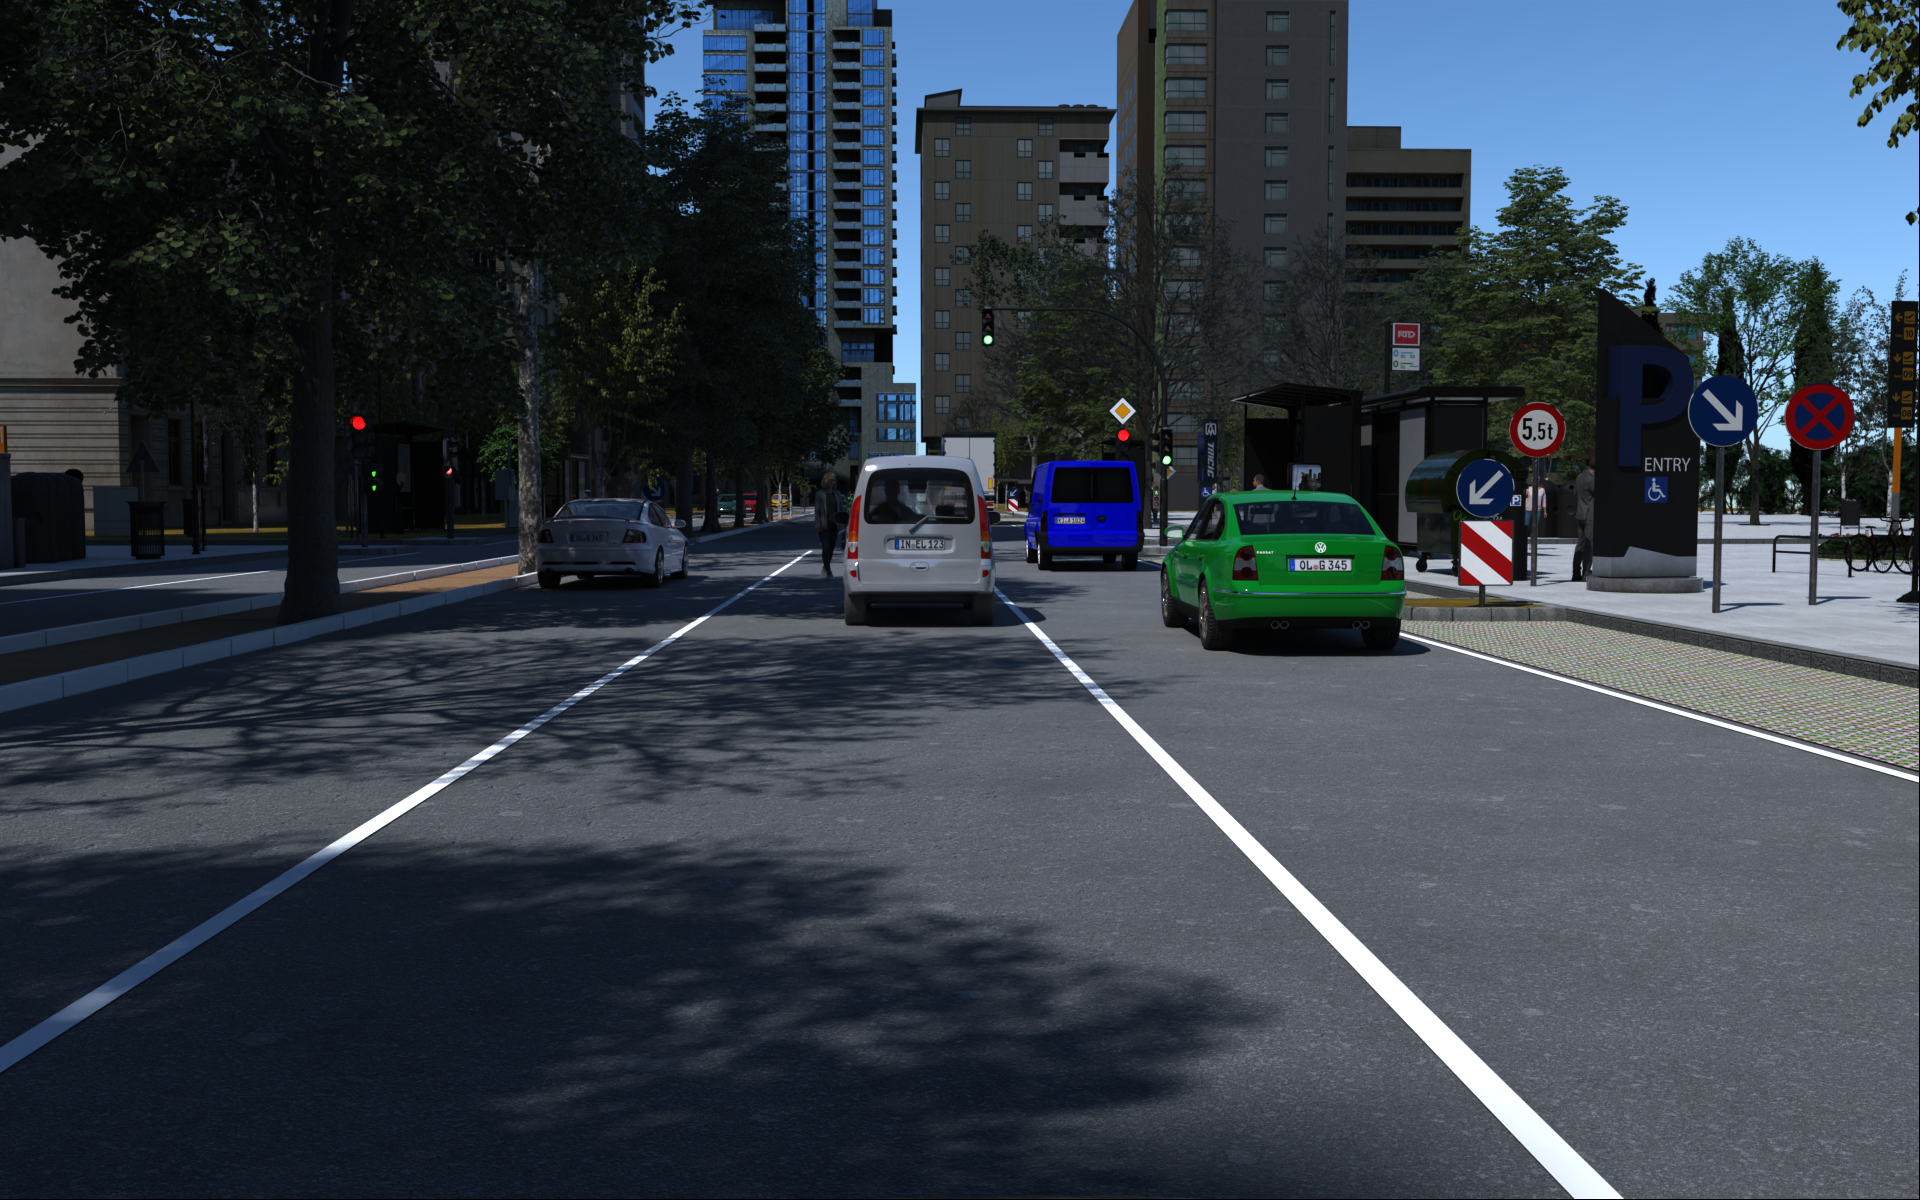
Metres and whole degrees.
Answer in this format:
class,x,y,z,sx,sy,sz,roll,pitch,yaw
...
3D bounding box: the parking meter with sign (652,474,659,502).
class,x,y,z,sx,sy,sz,roll,pitch,yaw
parking meter with sign,-21.515,-7.749,122.960,0.543,3.016,1.738,-2,4,-25

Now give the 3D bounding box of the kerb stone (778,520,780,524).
class,x,y,z,sx,sy,sz,roll,pitch,yaw
kerb stone,-8.737,-3.653,81.916,0.120,0.150,1.000,0,4,-2

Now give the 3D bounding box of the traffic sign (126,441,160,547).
class,x,y,z,sx,sy,sz,roll,pitch,yaw
traffic sign,-19.910,-2.582,42.211,0.884,2.594,0.081,0,4,7

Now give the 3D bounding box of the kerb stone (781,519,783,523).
class,x,y,z,sx,sy,sz,roll,pitch,yaw
kerb stone,-8.802,-3.776,83.960,0.120,0.150,1.000,0,4,-2

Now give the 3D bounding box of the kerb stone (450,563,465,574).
class,x,y,z,sx,sy,sz,roll,pitch,yaw
kerb stone,-9.115,-0.541,31.047,0.120,0.150,1.000,0,4,-2

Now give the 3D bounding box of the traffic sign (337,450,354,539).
class,x,y,z,sx,sy,sz,roll,pitch,yaw
traffic sign,-17.487,-3.036,49.739,0.768,2.556,0.104,0,4,-1

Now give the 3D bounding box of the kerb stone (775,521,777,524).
class,x,y,z,sx,sy,sz,roll,pitch,yaw
kerb stone,-8.661,-3.527,79.869,0.120,0.150,1.000,0,4,-2

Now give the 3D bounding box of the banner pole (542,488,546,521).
class,x,y,z,sx,sy,sz,roll,pitch,yaw
banner pole,-20.124,-5.715,83.459,0.401,3.779,0.863,-3,4,-37

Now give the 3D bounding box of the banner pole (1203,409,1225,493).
class,x,y,z,sx,sy,sz,roll,pitch,yaw
banner pole,7.503,-3.725,50.916,0.863,3.779,0.401,-2,4,-24

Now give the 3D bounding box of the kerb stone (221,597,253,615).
class,x,y,z,sx,sy,sz,roll,pitch,yaw
kerb stone,-8.767,0.086,20.795,0.120,0.150,1.000,0,4,-2

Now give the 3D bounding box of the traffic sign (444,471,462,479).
class,x,y,z,sx,sy,sz,roll,pitch,yaw
traffic sign,-18.423,-3.823,62.507,0.884,2.594,0.081,0,4,2

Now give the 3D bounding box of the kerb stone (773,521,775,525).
class,x,y,z,sx,sy,sz,roll,pitch,yaw
kerb stone,-8.634,-3.455,78.848,0.120,0.150,1.000,0,4,-2

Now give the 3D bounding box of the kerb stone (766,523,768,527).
class,x,y,z,sx,sy,sz,roll,pitch,yaw
kerb stone,-8.485,-3.215,74.756,0.120,0.150,1.000,0,4,-2

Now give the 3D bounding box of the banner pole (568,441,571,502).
class,x,y,z,sx,sy,sz,roll,pitch,yaw
banner pole,-18.532,-5.645,82.320,0.401,3.779,0.863,-1,4,-11

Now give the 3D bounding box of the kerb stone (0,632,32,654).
class,x,y,z,sx,sy,sz,roll,pitch,yaw
kerb stone,-8.588,0.405,15.677,0.120,0.150,1.000,0,4,-2

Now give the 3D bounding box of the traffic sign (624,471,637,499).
class,x,y,z,sx,sy,sz,roll,pitch,yaw
traffic sign,-18.255,-5.865,95.990,0.768,2.556,0.104,0,4,2

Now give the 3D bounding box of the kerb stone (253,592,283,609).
class,x,y,z,sx,sy,sz,roll,pitch,yaw
kerb stone,-8.798,0.026,21.818,0.120,0.150,1.000,0,4,-2

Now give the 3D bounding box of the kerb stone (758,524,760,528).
class,x,y,z,sx,sy,sz,roll,pitch,yaw
kerb stone,-8.352,-2.964,70.654,0.120,0.150,1.000,0,4,-2

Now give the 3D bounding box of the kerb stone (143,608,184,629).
class,x,y,z,sx,sy,sz,roll,pitch,yaw
kerb stone,-8.698,0.212,18.743,0.120,0.150,1.000,0,4,-2

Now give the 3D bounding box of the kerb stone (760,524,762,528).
class,x,y,z,sx,sy,sz,roll,pitch,yaw
kerb stone,-8.393,-3.026,71.679,0.120,0.150,1.000,0,4,-2

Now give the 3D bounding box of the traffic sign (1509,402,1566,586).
class,x,y,z,sx,sy,sz,roll,pitch,yaw
traffic sign,7.981,-1.463,24.024,0.768,2.556,0.104,0,4,4

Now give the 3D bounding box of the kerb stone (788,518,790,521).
class,x,y,z,sx,sy,sz,roll,pitch,yaw
kerb stone,-8.977,-4.090,89.068,0.120,0.150,1.000,0,4,-2

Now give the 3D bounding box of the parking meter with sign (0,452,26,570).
class,x,y,z,sx,sy,sz,roll,pitch,yaw
parking meter with sign,-16.389,-2.024,29.357,0.543,3.016,1.738,-1,4,-10

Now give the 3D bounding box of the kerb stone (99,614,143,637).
class,x,y,z,sx,sy,sz,roll,pitch,yaw
kerb stone,-8.668,0.274,17.722,0.120,0.150,1.000,0,4,-2

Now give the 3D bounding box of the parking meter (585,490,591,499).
class,x,y,z,sx,sy,sz,roll,pitch,yaw
parking meter,-20.955,-5.450,97.522,0.372,1.533,0.369,0,3,0

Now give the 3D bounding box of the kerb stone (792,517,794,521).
class,x,y,z,sx,sy,sz,roll,pitch,yaw
kerb stone,-9.082,-4.278,92.138,0.120,0.150,1.000,0,4,-2

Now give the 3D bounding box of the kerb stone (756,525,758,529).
class,x,y,z,sx,sy,sz,roll,pitch,yaw
kerb stone,-8.321,-2.900,69.615,0.120,0.150,1.000,0,4,-2

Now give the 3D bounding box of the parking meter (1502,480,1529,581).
class,x,y,z,sx,sy,sz,roll,pitch,yaw
parking meter,8.234,-1.057,25.700,0.372,1.533,0.369,0,3,0

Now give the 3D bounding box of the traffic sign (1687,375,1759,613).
class,x,y,z,sx,sy,sz,roll,pitch,yaw
traffic sign,8.169,-1.133,18.635,0.768,2.556,0.104,0,4,-1

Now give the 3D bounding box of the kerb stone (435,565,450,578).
class,x,y,z,sx,sy,sz,roll,pitch,yaw
kerb stone,-9.075,-0.476,30.024,0.120,0.150,1.000,0,4,-2

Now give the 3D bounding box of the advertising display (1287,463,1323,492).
class,x,y,z,sx,sy,sz,roll,pitch,yaw
advertising display,7.124,-1.871,35.812,0.974,1.923,0.123,-3,4,-38

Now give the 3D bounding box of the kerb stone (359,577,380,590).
class,x,y,z,sx,sy,sz,roll,pitch,yaw
kerb stone,-8.936,-0.226,25.919,0.120,0.150,1.000,0,4,-2

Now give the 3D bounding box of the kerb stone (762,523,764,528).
class,x,y,z,sx,sy,sz,roll,pitch,yaw
kerb stone,-8.421,-3.090,72.709,0.120,0.150,1.000,0,4,-2

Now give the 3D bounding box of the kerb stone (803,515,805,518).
class,x,y,z,sx,sy,sz,roll,pitch,yaw
kerb stone,-9.428,-4.896,102.389,0.120,0.150,1.000,0,4,-2

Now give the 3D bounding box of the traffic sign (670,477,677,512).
class,x,y,z,sx,sy,sz,roll,pitch,yaw
traffic sign,-20.322,-7.550,123.550,0.768,2.556,0.104,0,4,4

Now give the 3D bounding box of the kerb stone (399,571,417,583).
class,x,y,z,sx,sy,sz,roll,pitch,yaw
kerb stone,-9.015,-0.353,27.968,0.120,0.150,1.000,0,4,-2

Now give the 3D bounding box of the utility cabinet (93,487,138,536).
class,x,y,z,sx,sy,sz,roll,pitch,yaw
utility cabinet,-25.380,-2.655,52.091,1.173,1.500,0.318,-1,4,-14

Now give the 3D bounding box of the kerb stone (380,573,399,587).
class,x,y,z,sx,sy,sz,roll,pitch,yaw
kerb stone,-8.976,-0.288,26.940,0.120,0.150,1.000,0,4,-2

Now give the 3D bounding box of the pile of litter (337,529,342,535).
class,x,y,z,sx,sy,sz,roll,pitch,yaw
pile of litter,-20.097,-2.488,54.640,1.176,0.858,1.719,0,4,-2

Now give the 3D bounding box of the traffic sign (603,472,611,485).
class,x,y,z,sx,sy,sz,roll,pitch,yaw
traffic sign,-20.948,-6.242,102.162,0.768,2.556,0.104,0,4,-1

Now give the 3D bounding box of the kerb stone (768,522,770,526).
class,x,y,z,sx,sy,sz,roll,pitch,yaw
kerb stone,-8.523,-3.277,75.778,0.120,0.150,1.000,0,4,-2

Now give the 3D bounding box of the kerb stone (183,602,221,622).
class,x,y,z,sx,sy,sz,roll,pitch,yaw
kerb stone,-8.729,0.148,19.774,0.120,0.150,1.000,0,4,-2

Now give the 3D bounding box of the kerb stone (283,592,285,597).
class,x,y,z,sx,sy,sz,roll,pitch,yaw
kerb stone,-8.833,-0.040,22.842,0.120,0.150,1.000,0,4,-2

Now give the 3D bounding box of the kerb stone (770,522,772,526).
class,x,y,z,sx,sy,sz,roll,pitch,yaw
kerb stone,-8.559,-3.338,76.804,0.120,0.150,1.000,0,4,-2

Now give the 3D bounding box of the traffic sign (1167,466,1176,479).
class,x,y,z,sx,sy,sz,roll,pitch,yaw
traffic sign,8.352,-4.295,69.955,0.795,2.593,0.064,0,3,0

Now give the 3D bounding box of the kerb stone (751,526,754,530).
class,x,y,z,sx,sy,sz,roll,pitch,yaw
kerb stone,-8.248,-2.770,67.554,0.120,0.150,1.000,0,4,-2

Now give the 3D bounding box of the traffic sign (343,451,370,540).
class,x,y,z,sx,sy,sz,roll,pitch,yaw
traffic sign,-16.960,-2.972,48.701,0.768,2.556,0.104,0,4,-1

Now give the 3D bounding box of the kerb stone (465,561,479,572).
class,x,y,z,sx,sy,sz,roll,pitch,yaw
kerb stone,-9.143,-0.600,32.073,0.120,0.150,1.000,0,4,-2

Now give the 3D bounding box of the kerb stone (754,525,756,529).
class,x,y,z,sx,sy,sz,roll,pitch,yaw
kerb stone,-8.279,-2.837,68.576,0.120,0.150,1.000,0,4,-2

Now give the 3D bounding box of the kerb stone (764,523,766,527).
class,x,y,z,sx,sy,sz,roll,pitch,yaw
kerb stone,-8.458,-3.152,73.734,0.120,0.150,1.000,0,4,-2

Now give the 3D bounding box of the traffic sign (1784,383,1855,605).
class,x,y,z,sx,sy,sz,roll,pitch,yaw
traffic sign,9.849,-1.213,19.934,0.768,2.556,0.104,0,4,7

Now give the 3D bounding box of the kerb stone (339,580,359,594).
class,x,y,z,sx,sy,sz,roll,pitch,yaw
kerb stone,-8.898,-0.165,24.894,0.120,0.150,1.000,0,4,-2

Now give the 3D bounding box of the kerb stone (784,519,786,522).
class,x,y,z,sx,sy,sz,roll,pitch,yaw
kerb stone,-8.869,-3.901,86.003,0.120,0.150,1.000,0,4,-2

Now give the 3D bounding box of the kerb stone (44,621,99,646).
class,x,y,z,sx,sy,sz,roll,pitch,yaw
kerb stone,-8.621,0.336,16.701,0.120,0.150,1.000,0,4,-2

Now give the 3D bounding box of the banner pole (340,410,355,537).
class,x,y,z,sx,sy,sz,roll,pitch,yaw
banner pole,-18.345,-3.781,51.839,0.401,3.779,0.863,-1,4,-13

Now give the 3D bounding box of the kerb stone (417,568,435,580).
class,x,y,z,sx,sy,sz,roll,pitch,yaw
kerb stone,-9.039,-0.416,29.003,0.120,0.150,1.000,0,4,-2

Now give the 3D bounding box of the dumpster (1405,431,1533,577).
class,x,y,z,sx,sy,sz,roll,pitch,yaw
dumpster,8.092,-1.532,27.547,1.502,2.255,1.985,0,4,-2
